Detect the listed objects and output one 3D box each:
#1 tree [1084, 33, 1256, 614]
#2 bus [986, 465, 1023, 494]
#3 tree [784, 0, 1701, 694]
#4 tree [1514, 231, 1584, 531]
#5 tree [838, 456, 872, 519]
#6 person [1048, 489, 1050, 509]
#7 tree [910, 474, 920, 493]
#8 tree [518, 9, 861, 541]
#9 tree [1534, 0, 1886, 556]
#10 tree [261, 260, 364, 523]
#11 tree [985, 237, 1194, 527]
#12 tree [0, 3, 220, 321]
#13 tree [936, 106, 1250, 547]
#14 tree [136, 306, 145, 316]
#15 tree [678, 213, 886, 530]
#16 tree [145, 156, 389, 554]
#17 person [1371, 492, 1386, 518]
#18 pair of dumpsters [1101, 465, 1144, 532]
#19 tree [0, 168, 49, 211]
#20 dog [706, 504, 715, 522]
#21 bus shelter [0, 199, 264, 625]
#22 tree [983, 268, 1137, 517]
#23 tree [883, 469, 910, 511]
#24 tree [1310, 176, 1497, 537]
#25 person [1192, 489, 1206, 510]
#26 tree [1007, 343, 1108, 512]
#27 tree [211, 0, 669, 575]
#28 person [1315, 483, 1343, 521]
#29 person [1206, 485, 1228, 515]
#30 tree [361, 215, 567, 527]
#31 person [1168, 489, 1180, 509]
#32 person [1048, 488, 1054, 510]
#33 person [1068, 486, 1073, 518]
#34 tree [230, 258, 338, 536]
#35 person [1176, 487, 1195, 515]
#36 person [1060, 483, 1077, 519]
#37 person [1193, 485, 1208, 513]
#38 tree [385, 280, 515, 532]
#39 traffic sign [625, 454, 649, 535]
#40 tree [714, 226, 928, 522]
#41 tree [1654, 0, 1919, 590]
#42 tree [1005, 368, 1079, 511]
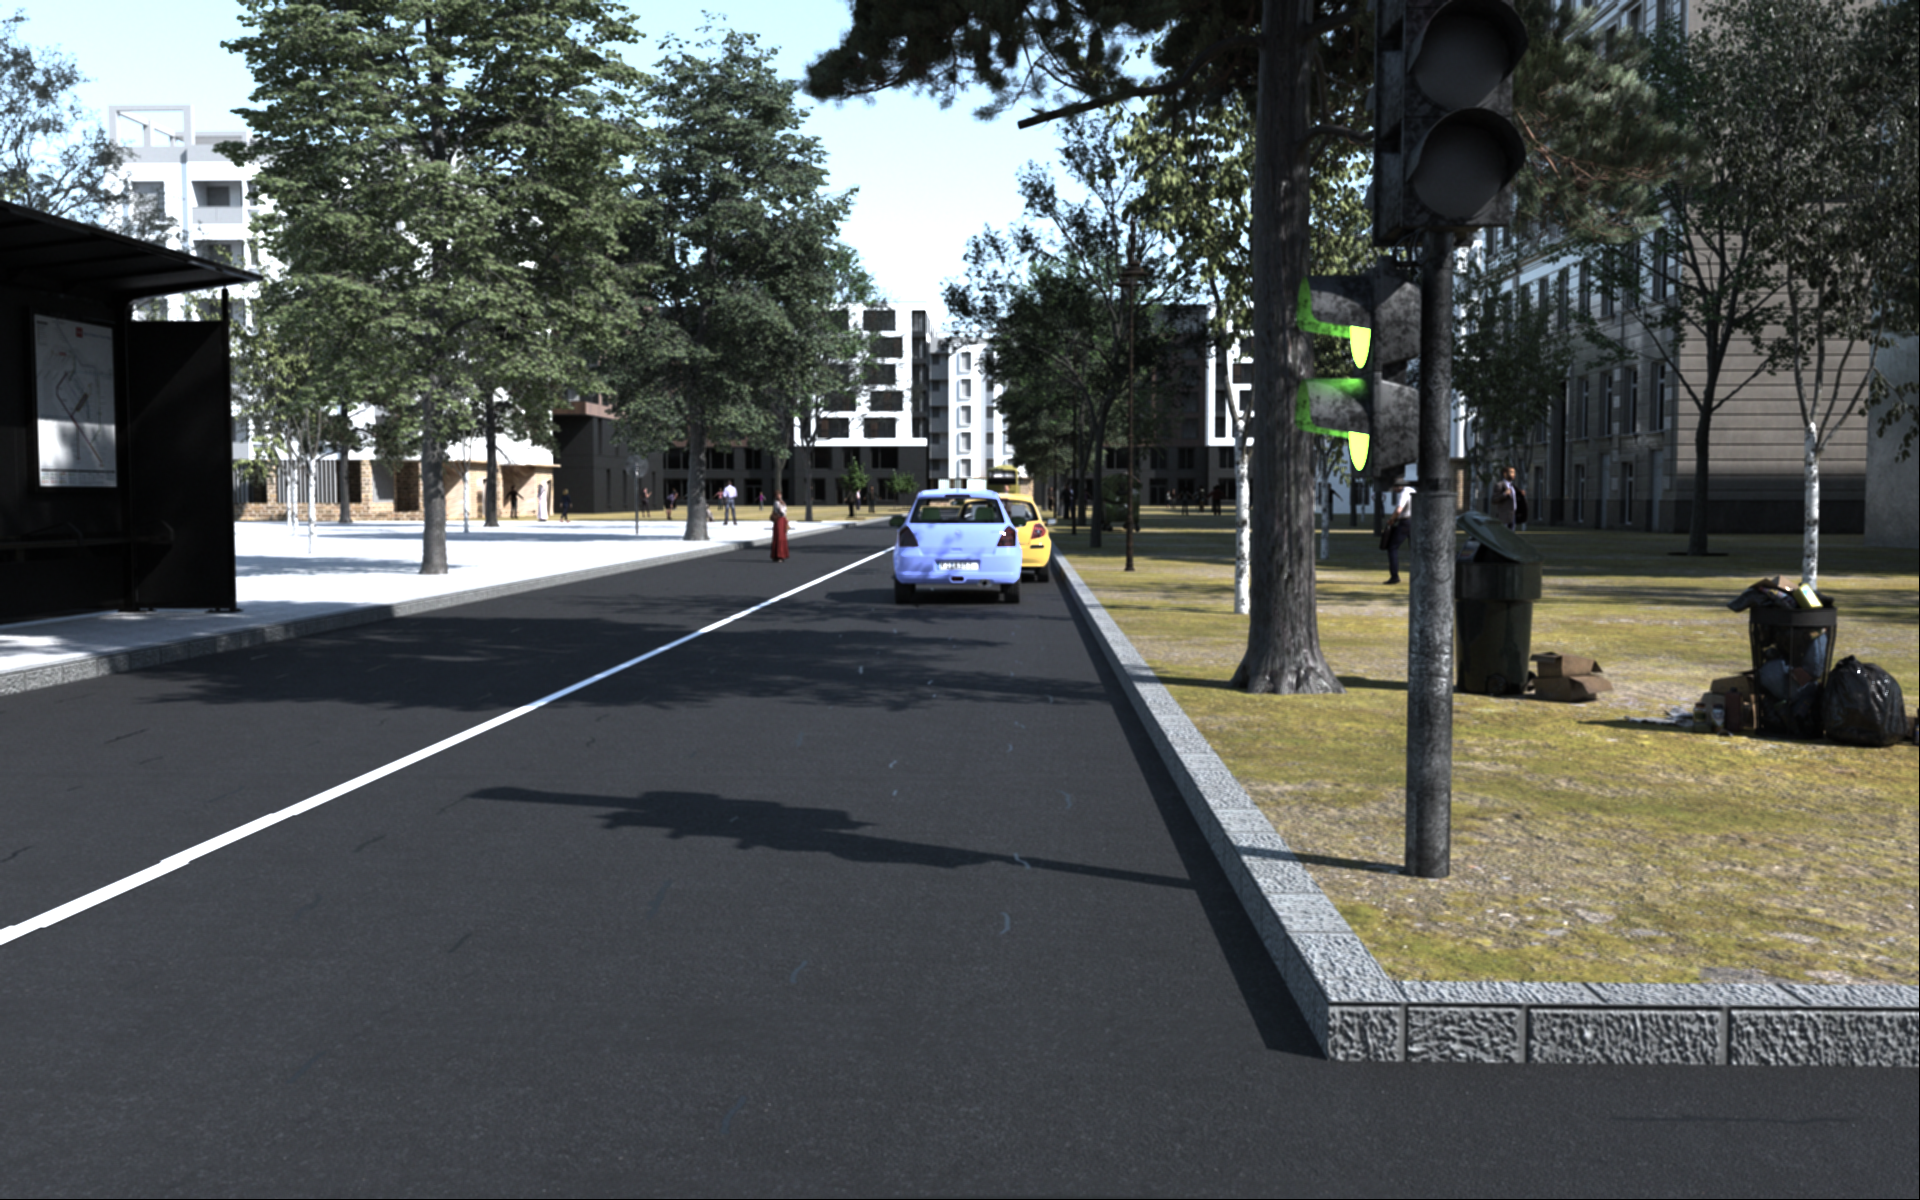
[{"bbox_3d":[3.041,-4.143,18.096,4.737,8.622,4.395,0,3,0],"label":"tree"},{"bbox_3d":[3.746,-9.455,146.143,2.896,3.916,12.252,0,4,3],"label":"bus"},{"bbox_3d":[2.334,-6.349,11.224,7.806,13.903,7.818,0,3,0],"label":"tree"},{"bbox_3d":[13.249,-5.711,43.745,4.737,8.622,4.395,0,3,0],"label":"tree"},{"bbox_3d":[-5.484,-5.739,88.432,1.663,3.219,1.824,0,3,0],"label":"tree"},{"bbox_3d":[7.615,-8.477,145.471,0.721,1.723,1.217,-2,4,-24],"label":"person"},{"bbox_3d":[-4.091,-8.961,141.109,1.663,3.219,1.824,0,3,0],"label":"tree"},{"bbox_3d":[-7.279,-8.616,47.524,9.857,13.997,8.962,0,3,0],"label":"tree"},{"bbox_3d":[15.536,-6.729,35.774,9.928,11.665,9.643,0,3,0],"label":"tree"},{"bbox_3d":[-27.245,-9.443,76.441,6.751,12.117,7.091,0,3,0],"label":"tree"},{"bbox_3d":[4.987,-8.721,68.336,9.928,11.665,9.643,0,3,0],"label":"tree"},{"bbox_3d":[-23.246,-8.064,42.210,12.009,13.543,11.850,0,3,0],"label":"tree"},{"bbox_3d":[3.132,-6.526,41.116,8.767,10.594,7.601,1,4,19],"label":"tree"},{"bbox_3d":[-27.402,-6.724,60.299,4.737,8.622,4.395,0,3,0],"label":"tree"},{"bbox_3d":[-6.501,-8.365,62.518,9.928,11.665,9.643,0,3,0],"label":"tree"},{"bbox_3d":[-14.035,-5.292,36.885,4.737,8.622,4.395,0,3,0],"label":"tree"},{"bbox_3d":[22.403,-5.234,92.564,0.756,1.711,0.436,2,4,34],"label":"person"},{"bbox_3d":[5.564,-3.570,60.862,1.574,2.255,4.436,0,4,2],"label":"pair of dumpsters"},{"bbox_3d":[-18.607,-4.948,31.269,4.737,8.622,4.395,0,3,0],"label":"tree"},{"bbox_3d":[-11.261,-3.928,78.599,0.800,0.831,0.513,-1,4,-19],"label":"dog"},{"bbox_3d":[-8.445,-1.494,15.705,1.731,3.624,6.357,0,4,2],"label":"bus shelter"},{"bbox_3d":[5.869,-11.738,98.569,9.857,13.997,8.962,0,3,0],"label":"tree"},{"bbox_3d":[-5.154,-8.464,132.995,1.663,3.219,1.824,0,3,0],"label":"tree"},{"bbox_3d":[12.323,-7.181,51.814,7.601,10.594,8.767,-2,4,-34],"label":"tree"},{"bbox_3d":[19.688,-8.324,142.925,1.217,1.735,0.721,1,4,23],"label":"person"},{"bbox_3d":[6.971,-12.493,122.393,7.486,12.596,7.792,0,3,0],"label":"tree"},{"bbox_3d":[-8.282,-6.708,27.798,7.486,12.596,7.792,0,3,0],"label":"tree"},{"bbox_3d":[17.699,-4.713,83.107,1.348,1.822,0.705,1,4,20],"label":"person"},{"bbox_3d":[17.976,-7.103,122.147,1.348,1.831,0.705,1,4,22],"label":"person"},{"bbox_3d":[-18.244,-8.878,67.205,6.751,12.117,7.091,0,3,0],"label":"tree"},{"bbox_3d":[18.730,-8.856,151.657,1.217,1.723,0.721,-2,4,-29],"label":"person"},{"bbox_3d":[7.493,-8.016,137.108,1.348,1.824,0.705,-2,4,-24],"label":"person"},{"bbox_3d":[5.689,-5.023,89.101,0.436,1.711,0.756,2,4,35],"label":"person"},{"bbox_3d":[-20.286,-6.250,52.544,4.360,8.622,3.978,0,3,0],"label":"tree"},{"bbox_3d":[13.892,-6.111,106.686,1.217,1.735,0.721,2,4,26],"label":"person"},{"bbox_3d":[5.448,-5.005,87.893,0.705,1.821,1.348,3,5,43],"label":"person"},{"bbox_3d":[15.988,-6.678,114.858,1.348,1.869,0.705,-2,4,-35],"label":"person"},{"bbox_3d":[-16.855,-6.602,58.312,4.360,8.622,3.978,0,3,0],"label":"tree"},{"bbox_3d":[-10.228,-3.344,54.777,0.768,2.556,0.104,0,4,5],"label":"traffic sign"},{"bbox_3d":[-6.941,-10.310,78.931,12.009,13.543,11.850,0,3,0],"label":"tree"},{"bbox_3d":[9.460,-4.180,18.699,4.360,8.622,3.978,0,3,0],"label":"tree"},{"bbox_3d":[6.710,-13.000,134.598,6.751,12.117,7.091,0,3,0],"label":"tree"}]
